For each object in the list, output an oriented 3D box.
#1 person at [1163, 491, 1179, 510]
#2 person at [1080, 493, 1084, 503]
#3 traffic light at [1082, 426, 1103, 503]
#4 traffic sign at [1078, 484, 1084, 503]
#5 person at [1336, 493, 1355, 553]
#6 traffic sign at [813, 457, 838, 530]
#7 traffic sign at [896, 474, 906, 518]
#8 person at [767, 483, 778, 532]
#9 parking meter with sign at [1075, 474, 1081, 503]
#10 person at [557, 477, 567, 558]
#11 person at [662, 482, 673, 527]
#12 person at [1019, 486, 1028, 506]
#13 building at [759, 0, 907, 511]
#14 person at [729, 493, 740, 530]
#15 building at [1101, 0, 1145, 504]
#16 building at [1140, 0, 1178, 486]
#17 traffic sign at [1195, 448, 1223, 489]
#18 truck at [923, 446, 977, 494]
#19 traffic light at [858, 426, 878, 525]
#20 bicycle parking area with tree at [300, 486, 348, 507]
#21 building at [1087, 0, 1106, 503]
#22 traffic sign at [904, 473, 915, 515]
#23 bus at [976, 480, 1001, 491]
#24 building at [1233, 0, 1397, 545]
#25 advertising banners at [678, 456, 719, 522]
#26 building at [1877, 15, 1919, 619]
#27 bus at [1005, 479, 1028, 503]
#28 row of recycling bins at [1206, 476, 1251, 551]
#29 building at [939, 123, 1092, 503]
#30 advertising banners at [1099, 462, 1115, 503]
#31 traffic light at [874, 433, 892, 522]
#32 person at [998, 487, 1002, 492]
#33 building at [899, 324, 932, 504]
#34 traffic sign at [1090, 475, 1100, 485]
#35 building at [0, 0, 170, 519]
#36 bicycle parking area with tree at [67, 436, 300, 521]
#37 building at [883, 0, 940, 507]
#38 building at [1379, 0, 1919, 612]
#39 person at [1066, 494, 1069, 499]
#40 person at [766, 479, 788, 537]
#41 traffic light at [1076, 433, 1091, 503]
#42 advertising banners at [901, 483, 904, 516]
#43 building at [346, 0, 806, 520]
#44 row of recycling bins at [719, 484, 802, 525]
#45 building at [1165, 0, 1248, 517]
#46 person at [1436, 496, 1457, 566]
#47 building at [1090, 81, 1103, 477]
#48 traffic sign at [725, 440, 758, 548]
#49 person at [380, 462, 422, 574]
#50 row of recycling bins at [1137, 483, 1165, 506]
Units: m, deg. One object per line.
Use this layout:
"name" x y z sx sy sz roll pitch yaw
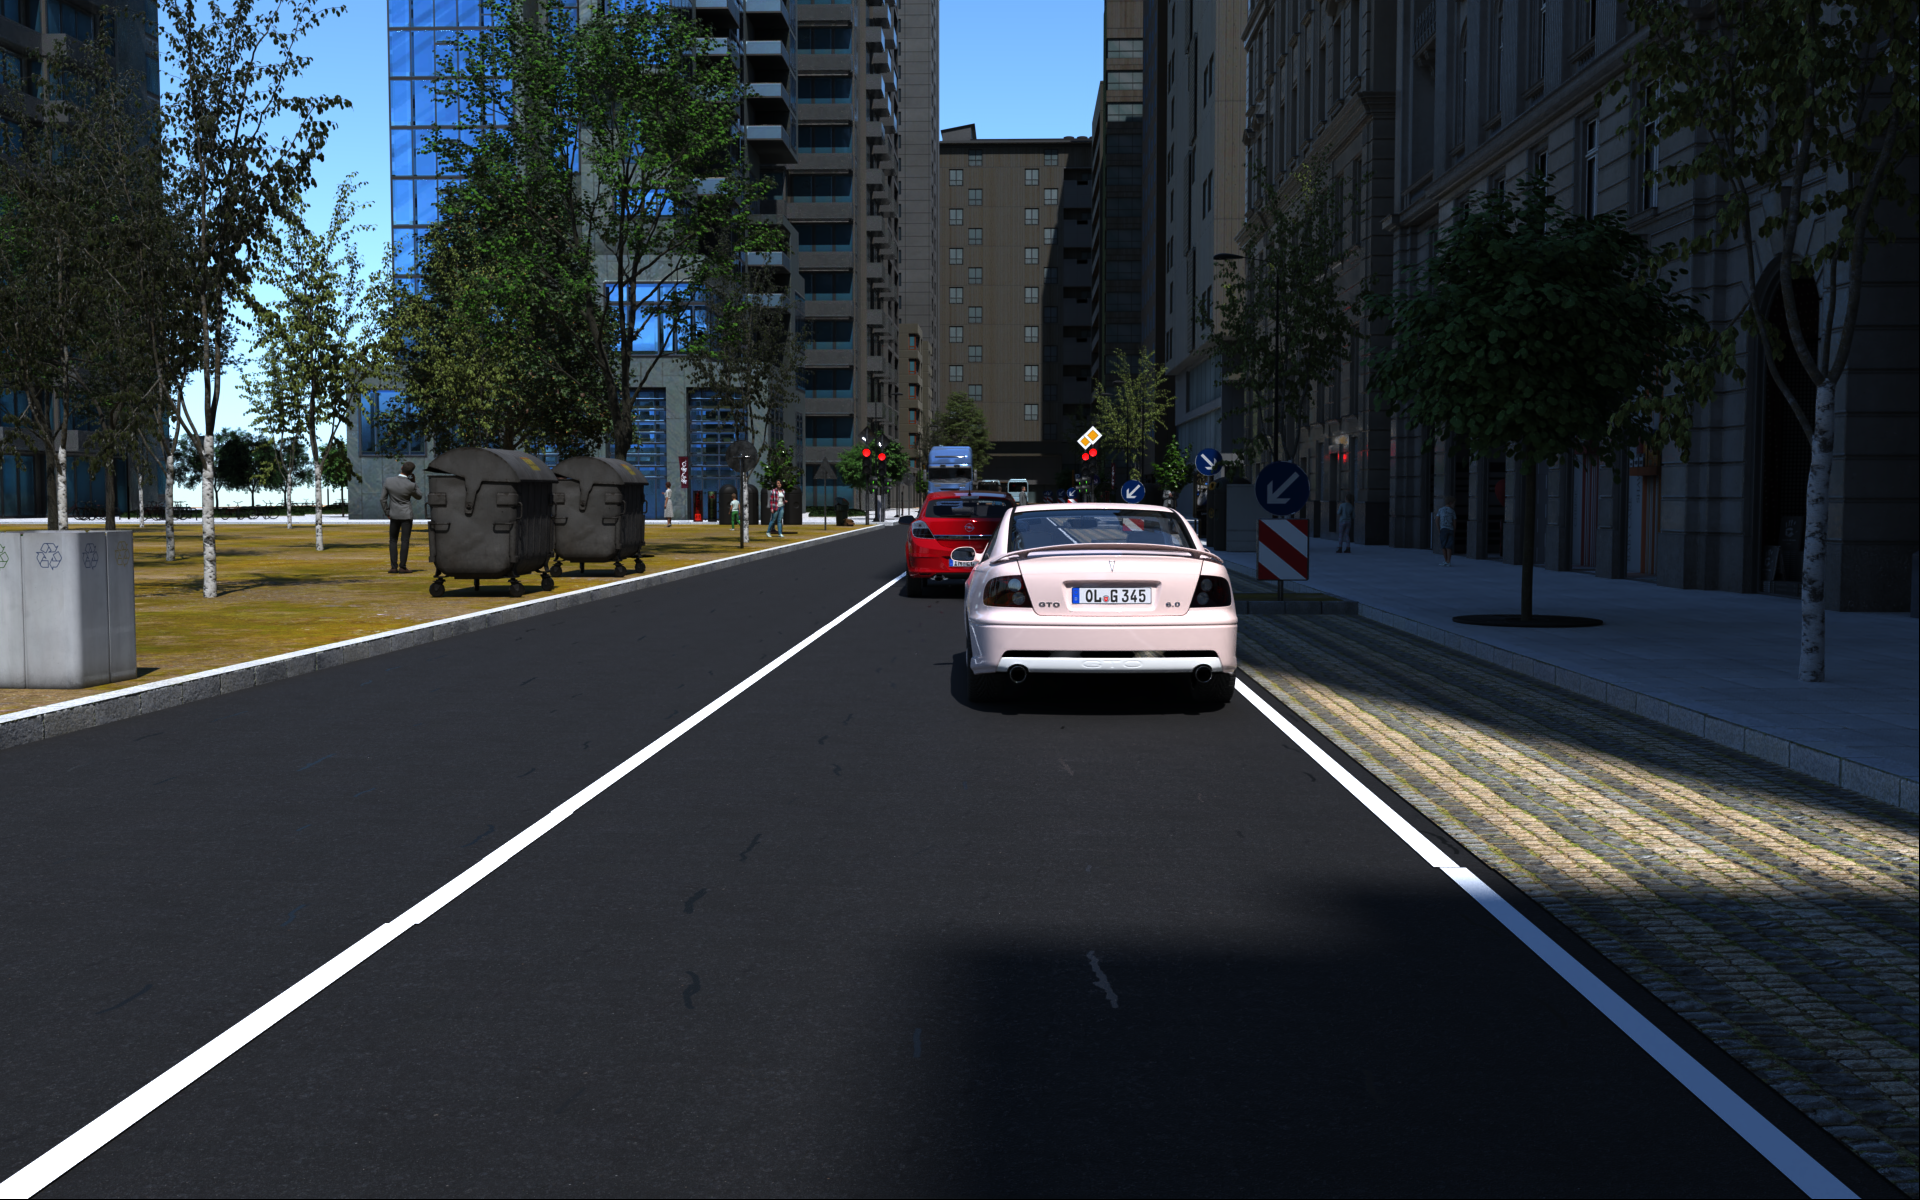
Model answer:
"person" 6.966 -3.126 57.341 0.537 1.800 0.526 1 4 16
"person" 12.645 -10.586 179.925 0.742 1.727 0.445 1 4 21
"traffic light" 5.440 -5.036 71.259 0.839 4.253 0.868 0 4 2
"traffic sign" 9.821 -8.469 138.469 0.884 2.594 0.081 0 4 8
"person" 8.359 -1.672 37.662 0.425 1.301 0.394 -2 4 -31
"traffic sign" -4.755 -3.739 61.129 0.884 2.594 0.081 0 4 7
"traffic sign" -3.301 -5.731 93.816 0.768 2.556 0.104 0 4 7
"person" -6.164 -3.163 57.959 0.583 1.804 0.606 -3 4 -37
"parking meter with sign" 9.982 -9.249 147.474 0.543 3.016 1.738 0 4 5
"person" -7.971 -1.725 34.737 0.782 1.767 0.515 1 4 19
"person" -11.359 -3.693 66.998 0.524 1.755 0.480 1 4 12
"person" 3.117 -4.670 84.957 0.767 1.812 0.694 1 4 18
"building" -16.668 -31.690 137.742 23.786 49.044 30.456 0 4 2
"person" -7.874 -3.093 60.858 0.590 1.304 0.306 3 4 37
"building" 19.000 -28.313 146.507 14.154 41.232 14.086 0 4 2
"building" 20.465 -28.997 124.217 14.600 45.320 14.200 0 4 2
"traffic sign" 6.921 -2.941 48.185 0.768 2.556 0.104 0 4 5
"truck" -0.333 -6.950 103.392 2.967 4.110 18.799 0 4 1
"traffic light" -3.817 -5.054 71.561 0.839 4.253 0.868 0 4 2
"bicycle parking area with tree" -45.856 -8.748 130.031 8.231 4.147 9.016 3 5 44
"building" 26.296 -47.525 215.290 20.563 71.187 20.611 0 4 2
"traffic sign" -3.111 -6.453 105.617 0.768 2.556 0.104 0 4 5
"bus" 3.741 -13.756 219.762 2.948 3.499 13.247 0 4 3
"building" 16.193 -15.729 54.441 12.463 27.353 25.104 0 4 2
"advertising banners" -12.067 -5.119 79.879 2.074 3.025 0.090 1 4 21
"building" 15.761 -13.536 7.224 13.634 28.700 20.117 0 4 2
"bus" 7.281 -13.780 220.164 2.948 3.499 13.247 0 4 1
"row of recycling bins" 6.362 -2.051 40.654 1.069 1.692 3.534 0 4 5
"building" 10.430 -40.679 254.333 27.495 52.752 28.713 0 4 2
"advertising banners" 8.216 -6.142 96.602 0.090 3.025 2.074 -1 4 -20
"traffic light" -3.542 -5.543 79.542 0.839 4.253 0.868 0 4 2
"person" 1.845 -4.521 82.765 0.601 1.785 0.444 3 4 38
"building" -17.591 -21.132 190.550 27.650 21.520 28.899 0 4 2
"traffic sign" 8.995 -7.079 115.841 0.768 2.556 0.104 1 4 10
"building" -62.276 -29.185 96.786 30.456 49.044 23.786 0 4 2
"bicycle parking area with tree" -39.656 -6.100 86.732 8.231 4.147 9.016 3 4 37
"building" -13.237 -47.606 216.604 20.611 71.187 20.563 0 4 2
"building" 15.830 -11.479 29.488 13.314 21.916 24.055 0 4 2
"person" 13.535 -12.757 217.854 0.421 1.427 0.697 1 4 12
"person" -5.438 -2.731 51.530 0.563 1.720 0.643 -3 5 -42
"traffic light" 5.715 -5.524 79.240 0.839 4.253 0.868 0 4 2
"advertising banners" -3.402 -6.525 102.871 0.090 3.025 2.074 0 4 1
"building" -19.991 -48.034 98.034 22.319 86.520 31.000 0 4 2
"row of recycling bins" -8.336 -3.992 72.380 3.534 1.692 1.069 0 4 3
"building" 25.207 -30.792 92.684 27.495 52.752 28.713 0 4 2
"person" 8.635 -1.226 30.770 0.352 1.250 0.332 -3 5 -40
"building" 25.875 -34.937 194.917 21.300 48.544 21.600 0 4 2
"traffic sign" -5.144 -2.488 40.783 0.768 2.556 0.104 0 4 3
"person" -9.039 -1.332 28.009 0.592 1.802 0.473 1 4 13
"row of recycling bins" 7.324 -3.642 66.658 1.069 1.692 3.534 1 4 10
